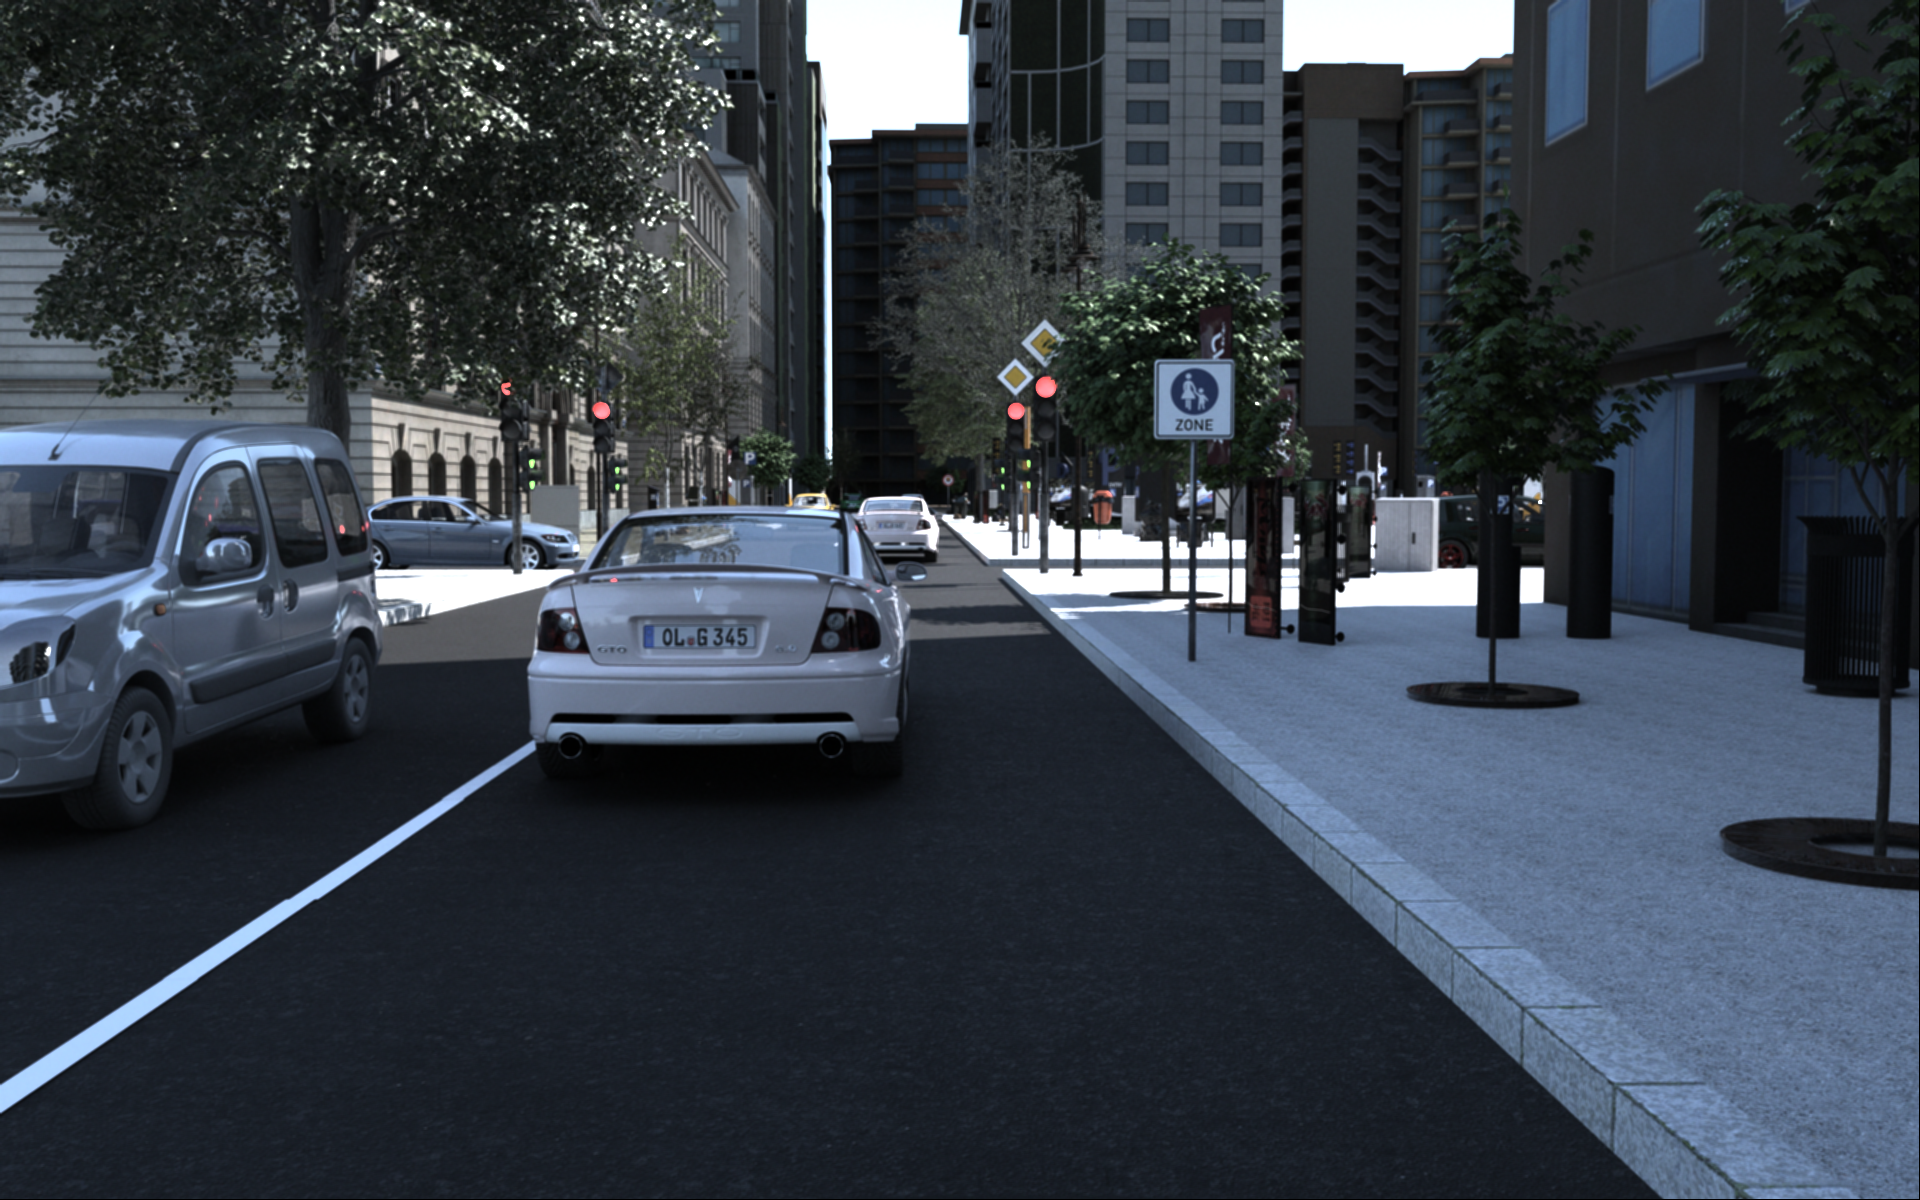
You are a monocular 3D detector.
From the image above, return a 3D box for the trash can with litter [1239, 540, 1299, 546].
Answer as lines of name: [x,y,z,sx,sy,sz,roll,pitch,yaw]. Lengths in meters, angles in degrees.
trash can with litter: [8.172,-1.999,43.741,1.678,1.210,2.233,-1,4,-15]

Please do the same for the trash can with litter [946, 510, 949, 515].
trash can with litter: [-0.506,-5.871,107.370,0.624,1.170,1.055,-3,5,-40]

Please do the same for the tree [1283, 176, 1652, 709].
tree: [3.254,-0.981,10.643,1.663,3.219,1.824,0,3,0]

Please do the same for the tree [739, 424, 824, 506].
tree: [-9.217,-5.985,81.564,4.285,4.588,4.351,0,3,0]

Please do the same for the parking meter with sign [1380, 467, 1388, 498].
parking meter with sign: [26.950,-6.982,110.417,0.543,3.016,1.738,1,4,14]

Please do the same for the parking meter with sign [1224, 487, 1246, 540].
parking meter with sign: [7.976,-3.194,48.489,0.543,3.016,1.738,-1,4,-20]

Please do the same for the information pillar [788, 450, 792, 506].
information pillar: [-8.959,-6.112,91.287,0.183,3.616,0.504,0,4,5]

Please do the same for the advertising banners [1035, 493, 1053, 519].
advertising banners: [4.050,-5.627,88.193,2.074,3.025,0.090,3,5,43]

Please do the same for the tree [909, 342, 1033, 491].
tree: [0.717,-9.771,94.170,8.767,10.594,7.601,2,4,35]

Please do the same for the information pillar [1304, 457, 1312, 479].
information pillar: [21.883,-7.184,108.816,0.504,3.616,0.183,-1,4,-12]

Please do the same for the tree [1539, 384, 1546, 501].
tree: [24.890,-7.538,73.613,4.360,8.622,3.978,0,3,0]

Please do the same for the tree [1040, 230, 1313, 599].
tree: [2.674,-2.323,21.688,4.285,4.588,4.351,0,3,0]

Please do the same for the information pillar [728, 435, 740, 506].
information pillar: [-8.938,-4.720,68.522,0.504,3.616,0.183,-2,4,-30]

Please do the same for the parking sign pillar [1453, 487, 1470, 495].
parking sign pillar: [31.984,-7.460,110.439,1.447,3.967,1.447,-1,4,-15]

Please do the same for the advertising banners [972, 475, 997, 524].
advertising banners: [1.102,-4.796,74.595,0.090,3.025,2.074,-2,4,-31]

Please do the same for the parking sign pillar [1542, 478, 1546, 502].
parking sign pillar: [30.541,-6.144,88.924,1.447,3.967,1.447,-3,5,-42]

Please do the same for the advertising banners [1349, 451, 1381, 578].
advertising banners: [5.636,-1.886,27.019,0.090,3.025,2.074,-3,5,-40]

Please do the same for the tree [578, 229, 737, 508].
tree: [-8.302,-5.934,47.383,4.737,8.622,4.395,0,3,0]

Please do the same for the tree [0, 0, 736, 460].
tree: [-7.226,-6.925,19.885,9.857,13.997,8.962,0,3,0]

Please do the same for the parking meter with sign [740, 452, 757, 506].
parking meter with sign: [-8.670,-4.540,70.493,0.543,3.016,1.738,0,4,2]

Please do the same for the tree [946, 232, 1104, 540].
tree: [2.050,-5.997,48.416,4.360,8.622,3.978,0,3,0]

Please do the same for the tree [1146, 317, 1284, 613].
tree: [3.029,-1.491,18.987,1.663,3.219,1.824,0,3,0]

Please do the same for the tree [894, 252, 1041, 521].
tree: [0.621,-9.947,80.759,7.486,12.596,7.792,0,3,0]

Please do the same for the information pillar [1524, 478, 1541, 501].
information pillar: [13.931,-3.109,42.183,0.183,3.616,0.504,-2,4,-26]

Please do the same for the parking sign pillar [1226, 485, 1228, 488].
parking sign pillar: [13.352,-6.249,90.642,1.447,3.967,1.447,-1,4,-12]

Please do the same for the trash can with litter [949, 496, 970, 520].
trash can with litter: [0.043,-4.661,87.592,0.624,1.170,1.055,1,4,22]

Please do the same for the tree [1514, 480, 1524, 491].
tree: [30.956,-6.989,97.984,4.285,4.588,4.351,0,3,0]

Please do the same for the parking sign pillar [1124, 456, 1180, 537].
parking sign pillar: [5.967,-3.900,52.231,1.447,3.967,1.447,-1,4,-13]

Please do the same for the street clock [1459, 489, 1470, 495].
street clock: [17.107,-3.314,58.749,0.471,2.002,0.358,1,4,22]

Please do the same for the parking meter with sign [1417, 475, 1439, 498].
parking meter with sign: [18.612,-4.459,69.162,0.543,3.016,1.738,-1,4,-20]

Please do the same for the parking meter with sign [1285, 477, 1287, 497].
parking meter with sign: [12.372,-4.517,70.110,1.738,3.016,0.543,1,4,23]

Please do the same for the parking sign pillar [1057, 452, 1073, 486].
parking sign pillar: [6.628,-7.392,109.337,1.447,3.967,1.447,-2,4,-28]

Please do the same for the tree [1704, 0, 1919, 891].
tree: [3.369,-0.695,5.959,1.663,3.219,1.824,0,3,0]

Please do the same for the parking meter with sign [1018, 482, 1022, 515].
parking meter with sign: [3.680,-6.807,107.553,0.543,3.016,1.738,-2,4,-32]

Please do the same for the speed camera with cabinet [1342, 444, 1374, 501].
speed camera with cabinet: [15.438,-4.565,68.976,2.038,3.252,0.660,1,4,17]

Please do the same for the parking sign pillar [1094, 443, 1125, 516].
parking sign pillar: [6.301,-5.165,72.921,1.447,3.967,1.447,-2,4,-33]

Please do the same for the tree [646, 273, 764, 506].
tree: [-8.760,-6.614,58.504,4.360,8.622,3.978,0,3,0]

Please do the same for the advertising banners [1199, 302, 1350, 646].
advertising banners: [2.725,-1.176,15.418,0.090,3.025,2.074,-2,4,-27]

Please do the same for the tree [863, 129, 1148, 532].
tree: [1.876,-9.072,58.698,12.009,13.543,11.850,0,3,0]

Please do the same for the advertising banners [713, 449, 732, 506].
advertising banners: [-9.131,-4.319,66.804,0.090,3.025,2.074,1,4,12]

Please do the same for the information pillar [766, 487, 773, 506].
information pillar: [-9.331,-4.910,84.770,0.304,2.012,0.304,-1,4,-16]
